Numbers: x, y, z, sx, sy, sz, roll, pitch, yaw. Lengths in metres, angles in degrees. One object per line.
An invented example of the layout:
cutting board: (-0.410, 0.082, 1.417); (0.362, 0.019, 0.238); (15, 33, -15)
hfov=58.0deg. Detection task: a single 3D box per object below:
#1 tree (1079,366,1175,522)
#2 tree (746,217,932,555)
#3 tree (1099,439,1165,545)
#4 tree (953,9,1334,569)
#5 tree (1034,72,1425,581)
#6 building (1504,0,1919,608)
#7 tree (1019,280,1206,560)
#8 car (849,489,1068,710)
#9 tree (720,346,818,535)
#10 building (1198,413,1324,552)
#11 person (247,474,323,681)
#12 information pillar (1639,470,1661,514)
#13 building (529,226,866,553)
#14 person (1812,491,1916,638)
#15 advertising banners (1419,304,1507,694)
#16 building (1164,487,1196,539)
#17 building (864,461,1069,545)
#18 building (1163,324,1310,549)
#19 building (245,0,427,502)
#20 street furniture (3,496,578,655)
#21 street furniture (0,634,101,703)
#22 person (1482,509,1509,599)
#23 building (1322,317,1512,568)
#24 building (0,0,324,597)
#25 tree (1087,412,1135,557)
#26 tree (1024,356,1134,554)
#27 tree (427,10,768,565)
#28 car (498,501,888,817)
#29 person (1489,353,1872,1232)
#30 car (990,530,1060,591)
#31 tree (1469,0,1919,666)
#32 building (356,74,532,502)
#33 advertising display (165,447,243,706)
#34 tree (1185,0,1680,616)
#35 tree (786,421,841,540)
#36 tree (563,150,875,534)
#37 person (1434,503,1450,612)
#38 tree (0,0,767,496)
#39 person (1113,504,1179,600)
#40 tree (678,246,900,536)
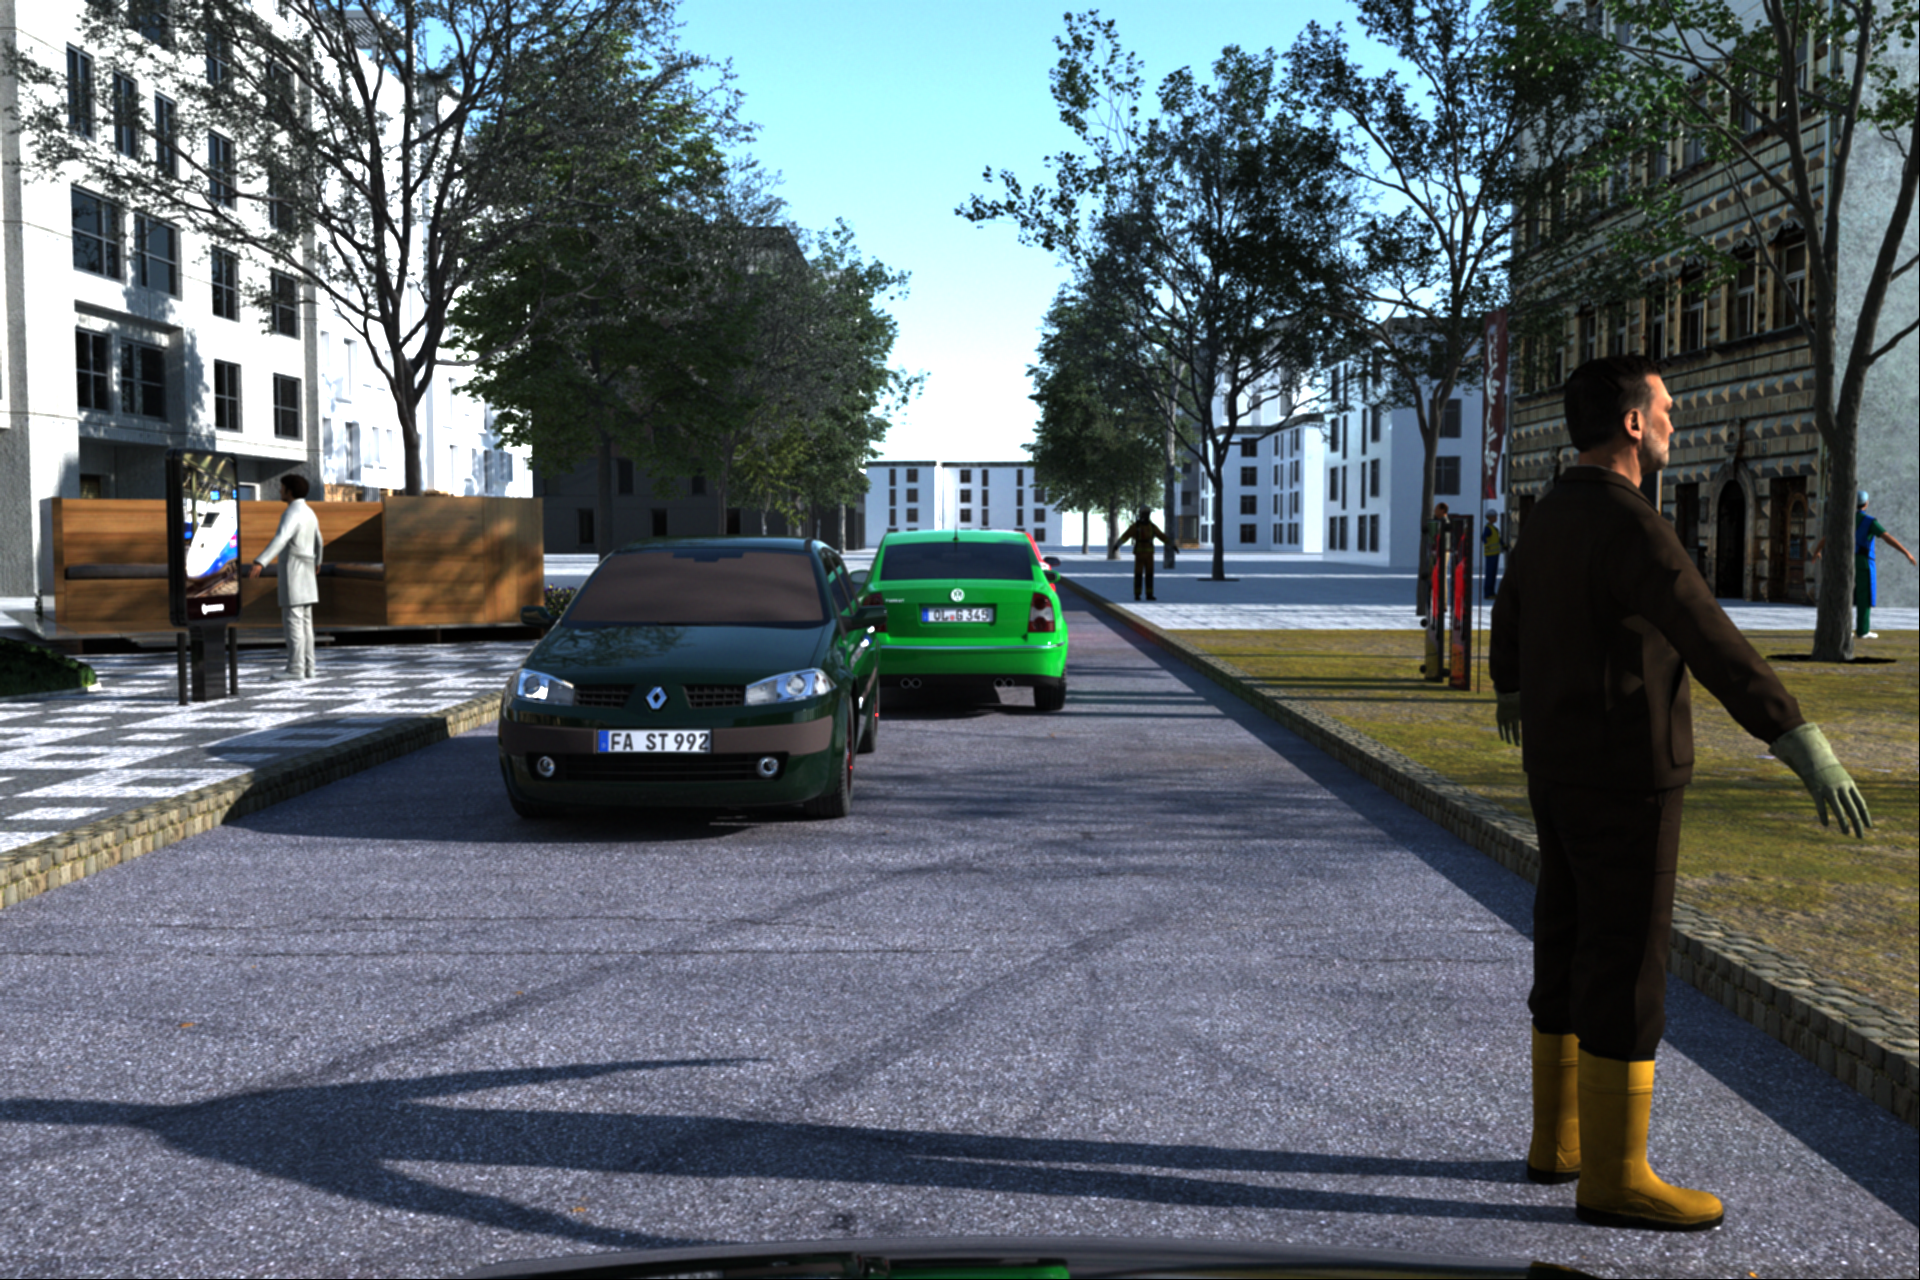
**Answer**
tree: (7.892, -7.614, 74.844); (4.360, 8.622, 3.978); (0, 3, 0)
tree: (-8.097, -15.314, 106.270); (12.611, 20.169, 13.585); (0, 3, 0)
tree: (19.421, -17.455, 195.752); (12.009, 13.543, 11.850); (0, 3, 0)
tree: (6.477, -12.738, 64.149); (12.611, 20.169, 13.585); (0, 3, 0)
tree: (7.035, -8.367, 47.178); (12.009, 13.543, 11.850); (0, 3, 0)
building: (24.296, -12.682, 38.287); (19.493, 23.208, 18.063); (0, 4, 1)
tree: (7.631, -10.957, 85.798); (9.857, 13.997, 8.962); (0, 3, 0)
car: (-0.046, -0.406, 15.431); (1.959, 1.807, 4.718); (0, 4, -1)
tree: (-7.498, -7.106, 66.553); (4.737, 8.622, 4.395); (0, 3, 0)
building: (24.768, -11.761, 134.444); (9.099, 9.664, 28.070); (0, 4, 1)
person: (-5.896, -0.558, 15.311); (0.705, 1.806, 1.347); (0, 4, 2)
information pillar: (5.071, -0.525, 13.079); (0.304, 2.012, 0.304); (0, 4, -1)
building: (-22.011, -17.588, 131.541); (27.936, 21.610, 32.646); (0, 3, 0)
person: (11.116, -0.935, 21.422); (0.704, 1.817, 1.347); (-2, 4, -30)
advertising banners: (4.147, -1.108, 14.310); (0.090, 3.025, 2.074); (0, 4, 0)
building: (26.493, -19.806, 180.251); (16.016, 20.090, 11.380); (0, 4, 0)
building: (-1.901, -15.535, 198.600); (28.070, 9.664, 9.099); (1, 4, 10)
building: (24.529, -18.812, 163.989); (16.016, 20.090, 11.380); (0, 4, 1)
building: (-25.604, -12.046, 53.377); (16.016, 20.090, 11.380); (0, 4, 0)
street furniture: (-7.739, -1.007, 23.326); (9.812, 1.723, 11.010); (-2, 4, -32)
street furniture: (-9.567, 0.318, 10.432); (5.734, 0.657, 10.072); (0, 4, 2)
person: (10.529, -1.687, 34.045); (0.721, 1.772, 1.216); (3, 4, 36)
building: (21.163, -7.648, 67.187); (9.099, 9.664, 28.070); (0, 4, 1)
building: (-27.110, -10.297, 34.809); (16.747, 18.905, 31.486); (0, 4, 0)
tree: (8.398, -9.028, 97.973); (4.360, 8.622, 3.978); (0, 3, 0)
tree: (7.682, -11.726, 109.850); (7.486, 12.596, 7.792); (0, 3, 0)
tree: (-8.363, -7.371, 38.650); (7.486, 12.596, 7.792); (0, 3, 0)
car: (-1.394, -0.013, 9.995); (2.009, 1.686, 4.222); (0, 4, 0)
person: (1.411, 0.299, 3.704); (0.704, 1.812, 1.346); (0, 4, -8)
car: (0.354, -0.929, 24.222); (2.155, 1.783, 4.494); (0, 3, 0)
tree: (8.741, -5.579, 16.974); (9.928, 11.665, 9.643); (0, 3, 0)
building: (-26.299, -13.236, 72.828); (16.016, 20.090, 11.380); (0, 3, 0)
advertising display: (-5.802, -0.496, 13.331); (0.123, 1.923, 0.974); (0, 4, 2)
tree: (7.068, -5.642, 26.661); (8.767, 10.594, 7.601); (3, 5, 40)
tree: (-7.326, -8.421, 88.041); (4.737, 8.622, 4.395); (0, 3, 0)
tree: (-7.628, -8.884, 55.626); (12.009, 13.543, 11.850); (0, 3, 0)
person: (7.897, -1.361, 28.523); (0.705, 1.796, 1.348); (1, 4, 15)
tree: (-7.867, -6.986, 24.592); (12.009, 13.543, 11.850); (0, 3, 0)
person: (3.574, -1.698, 33.523); (1.354, 1.858, 0.705); (-1, 4, -14)
tree: (-7.435, -10.398, 76.660); (9.857, 13.997, 8.962); (0, 3, 0)
